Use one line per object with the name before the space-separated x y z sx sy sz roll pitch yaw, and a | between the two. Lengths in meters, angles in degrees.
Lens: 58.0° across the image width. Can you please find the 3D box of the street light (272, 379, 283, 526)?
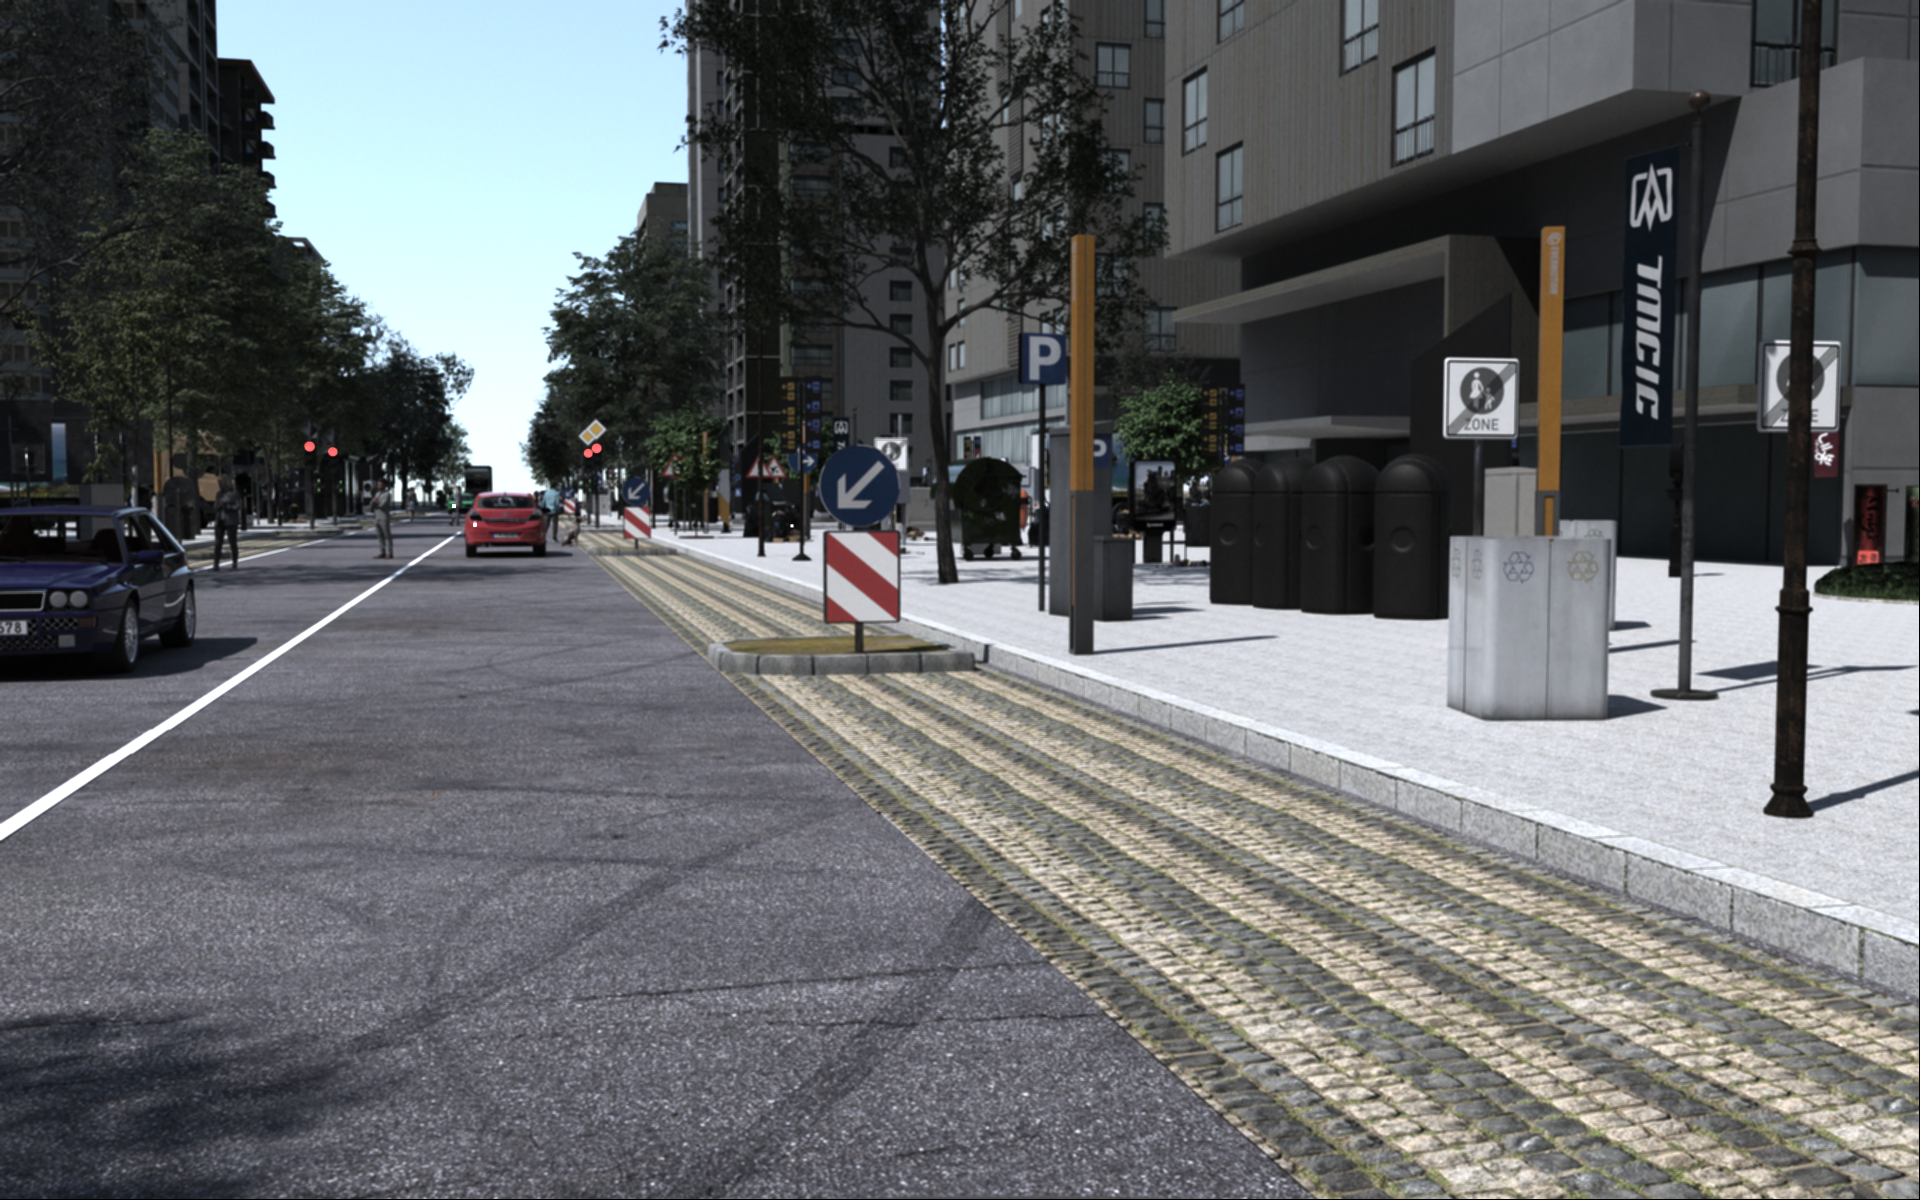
street light | -27.413 -5.924 69.652 0.468 5.910 1.993 -1 4 -14

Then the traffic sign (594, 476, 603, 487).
traffic sign | -24.731 -7.221 118.162 0.768 2.556 0.104 0 4 -5

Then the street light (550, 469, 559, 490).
street light | -56.697 -16.485 242.311 0.468 5.910 1.993 -1 4 -14

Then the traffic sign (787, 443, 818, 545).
traffic sign | -3.945 -2.652 43.459 0.768 2.556 0.104 0 4 -6

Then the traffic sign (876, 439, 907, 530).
traffic sign | -1.257 -1.808 31.692 0.606 2.300 0.079 0 4 -5

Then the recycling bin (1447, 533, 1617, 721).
recycling bin | 3.313 0.148 10.130 0.722 1.027 0.722 0 4 -2

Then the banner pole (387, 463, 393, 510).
banner pole | -45.944 -9.157 139.730 0.401 3.779 0.863 1 4 19

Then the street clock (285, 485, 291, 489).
street clock | -51.907 -7.908 133.870 0.358 2.002 0.471 0 4 4

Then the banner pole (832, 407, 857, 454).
banner pole | -3.240 -3.647 49.653 0.863 3.779 0.401 0 4 2

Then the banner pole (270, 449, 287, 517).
banner pole | -37.482 -6.410 94.827 0.401 3.779 0.863 1 4 16

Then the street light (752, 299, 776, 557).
street light | -4.084 -3.833 35.458 0.468 5.910 1.993 -1 4 -14

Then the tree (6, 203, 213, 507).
tree | -20.915 -5.677 43.189 4.737 8.622 4.395 0 3 0

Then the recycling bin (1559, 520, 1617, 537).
recycling bin | 5.869 -0.247 16.589 0.722 1.027 0.722 1 4 16

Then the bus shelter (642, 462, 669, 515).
bus shelter | -18.981 -8.098 110.041 2.179 5.291 8.768 -1 4 -14

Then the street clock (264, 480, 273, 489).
street clock | -36.289 -5.290 91.066 0.471 2.002 0.358 1 4 16

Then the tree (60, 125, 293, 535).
tree | -24.096 -8.331 54.346 7.486 12.596 7.792 0 3 0

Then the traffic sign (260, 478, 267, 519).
traffic sign | -36.290 -5.440 90.125 0.795 2.450 0.064 -1 4 -9

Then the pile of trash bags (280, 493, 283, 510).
pile of trash bags | -49.461 -7.116 126.092 1.912 1.369 3.447 -1 4 -17

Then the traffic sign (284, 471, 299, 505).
traffic sign | -36.963 -5.851 95.775 0.768 2.556 0.104 -1 4 -13

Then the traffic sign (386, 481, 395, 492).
traffic sign | -46.938 -8.718 142.550 0.884 2.594 0.081 -1 4 -11

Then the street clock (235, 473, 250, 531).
street clock | -24.944 -3.406 60.261 0.471 2.002 0.358 -1 4 -23

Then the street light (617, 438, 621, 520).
street light | -17.188 -6.996 87.165 0.468 5.910 1.993 -1 4 -14

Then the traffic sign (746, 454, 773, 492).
traffic sign | -6.518 -3.440 56.241 0.884 2.594 0.081 0 4 -8

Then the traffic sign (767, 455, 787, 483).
traffic sign | -6.127 -3.490 57.072 0.884 2.594 0.081 0 4 -7

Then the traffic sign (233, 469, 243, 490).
traffic sign | -29.389 -4.165 70.226 0.606 2.300 0.079 -1 4 -9

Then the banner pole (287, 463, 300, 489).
banner pole | -43.671 -7.567 113.739 0.863 3.779 0.401 1 4 21

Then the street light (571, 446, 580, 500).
street light | -32.134 -10.557 145.397 0.468 5.910 1.993 -1 4 -14

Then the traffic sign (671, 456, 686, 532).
traffic sign | -9.330 -3.584 58.595 0.884 2.594 0.081 0 4 -8

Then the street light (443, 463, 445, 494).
street light | -66.801 -15.392 224.439 0.468 5.910 1.993 -1 4 -14

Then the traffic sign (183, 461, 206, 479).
traffic sign | -27.251 -3.764 61.655 0.768 2.556 0.104 -1 4 -12

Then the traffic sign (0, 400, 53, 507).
traffic sign | -20.846 -2.663 37.419 2.265 3.308 0.079 -1 4 -14

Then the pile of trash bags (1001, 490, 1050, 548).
pile of trash bags | 1.616 -2.024 42.839 1.912 1.369 3.447 0 4 6

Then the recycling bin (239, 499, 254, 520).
recycling bin | -35.244 -4.445 85.231 0.722 1.027 0.722 -3 5 -40

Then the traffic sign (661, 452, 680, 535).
traffic sign | -8.806 -3.276 53.573 0.884 2.594 0.081 -1 4 -9

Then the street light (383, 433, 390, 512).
street light | -42.012 -9.444 127.197 0.468 5.910 1.993 -1 4 -14

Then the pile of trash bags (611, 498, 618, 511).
pile of trash bags | -26.668 -7.334 129.656 1.912 1.369 3.447 2 4 32

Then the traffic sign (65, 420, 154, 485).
traffic sign | -23.292 -3.278 47.466 2.265 3.308 0.079 0 4 -6

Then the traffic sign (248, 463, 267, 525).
traffic sign | -28.874 -4.349 71.214 0.768 2.556 0.104 -1 4 -9

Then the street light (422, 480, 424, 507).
street light | -53.738 -12.261 173.246 0.468 5.910 1.993 -1 4 -14

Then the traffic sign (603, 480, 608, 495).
traffic sign | -25.354 -7.465 124.189 0.606 2.300 0.079 -1 4 -14

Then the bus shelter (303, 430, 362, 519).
bus shelter | -33.514 -7.009 92.222 2.179 5.291 8.768 -1 4 -14

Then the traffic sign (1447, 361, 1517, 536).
traffic sign | 3.922 -0.673 13.129 0.606 2.300 0.079 -1 4 -12

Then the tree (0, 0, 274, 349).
tree | -16.552 -7.099 26.442 12.009 13.543 11.850 0 3 0

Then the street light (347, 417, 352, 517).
street light | -34.675 -7.682 98.387 0.468 5.910 1.993 -1 4 -14

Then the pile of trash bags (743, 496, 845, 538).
pile of trash bags | -4.879 -2.568 51.737 3.447 1.369 1.912 0 4 6

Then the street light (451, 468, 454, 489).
street light | -74.189 -17.151 253.212 0.468 5.910 1.993 -1 4 -14

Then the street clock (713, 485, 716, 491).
street clock | -20.394 -8.572 144.725 0.471 2.002 0.358 -2 4 -29

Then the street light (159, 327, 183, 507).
street light | -21.923 -4.605 48.083 0.468 5.910 1.993 -1 4 -14

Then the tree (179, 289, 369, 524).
tree | -29.743 -8.581 74.711 8.767 10.594 7.601 -1 4 -10

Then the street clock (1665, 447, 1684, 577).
street clock | 11.063 -1.354 26.716 0.358 2.002 0.471 2 4 27

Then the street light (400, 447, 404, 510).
street light | -46.306 -10.463 143.850 0.468 5.910 1.993 -1 4 -14

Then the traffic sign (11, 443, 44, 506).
traffic sign | -18.697 -1.997 34.774 0.606 2.300 0.079 -1 4 -9

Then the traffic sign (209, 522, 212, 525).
traffic sign | -30.725 -4.332 70.929 0.768 2.556 0.104 0 4 -8

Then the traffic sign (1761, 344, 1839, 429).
traffic sign | 5.608 -0.583 11.663 0.606 2.300 0.079 -1 4 -11

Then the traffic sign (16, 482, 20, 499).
traffic sign | -25.345 -2.850 46.607 0.884 2.594 0.081 -1 4 -10

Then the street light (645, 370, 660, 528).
street light | -11.433 -5.609 64.488 0.468 5.910 1.993 -1 4 -14

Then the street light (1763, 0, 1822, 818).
street light | 3.317 -2.078 6.758 0.468 5.910 1.993 -1 4 -14
